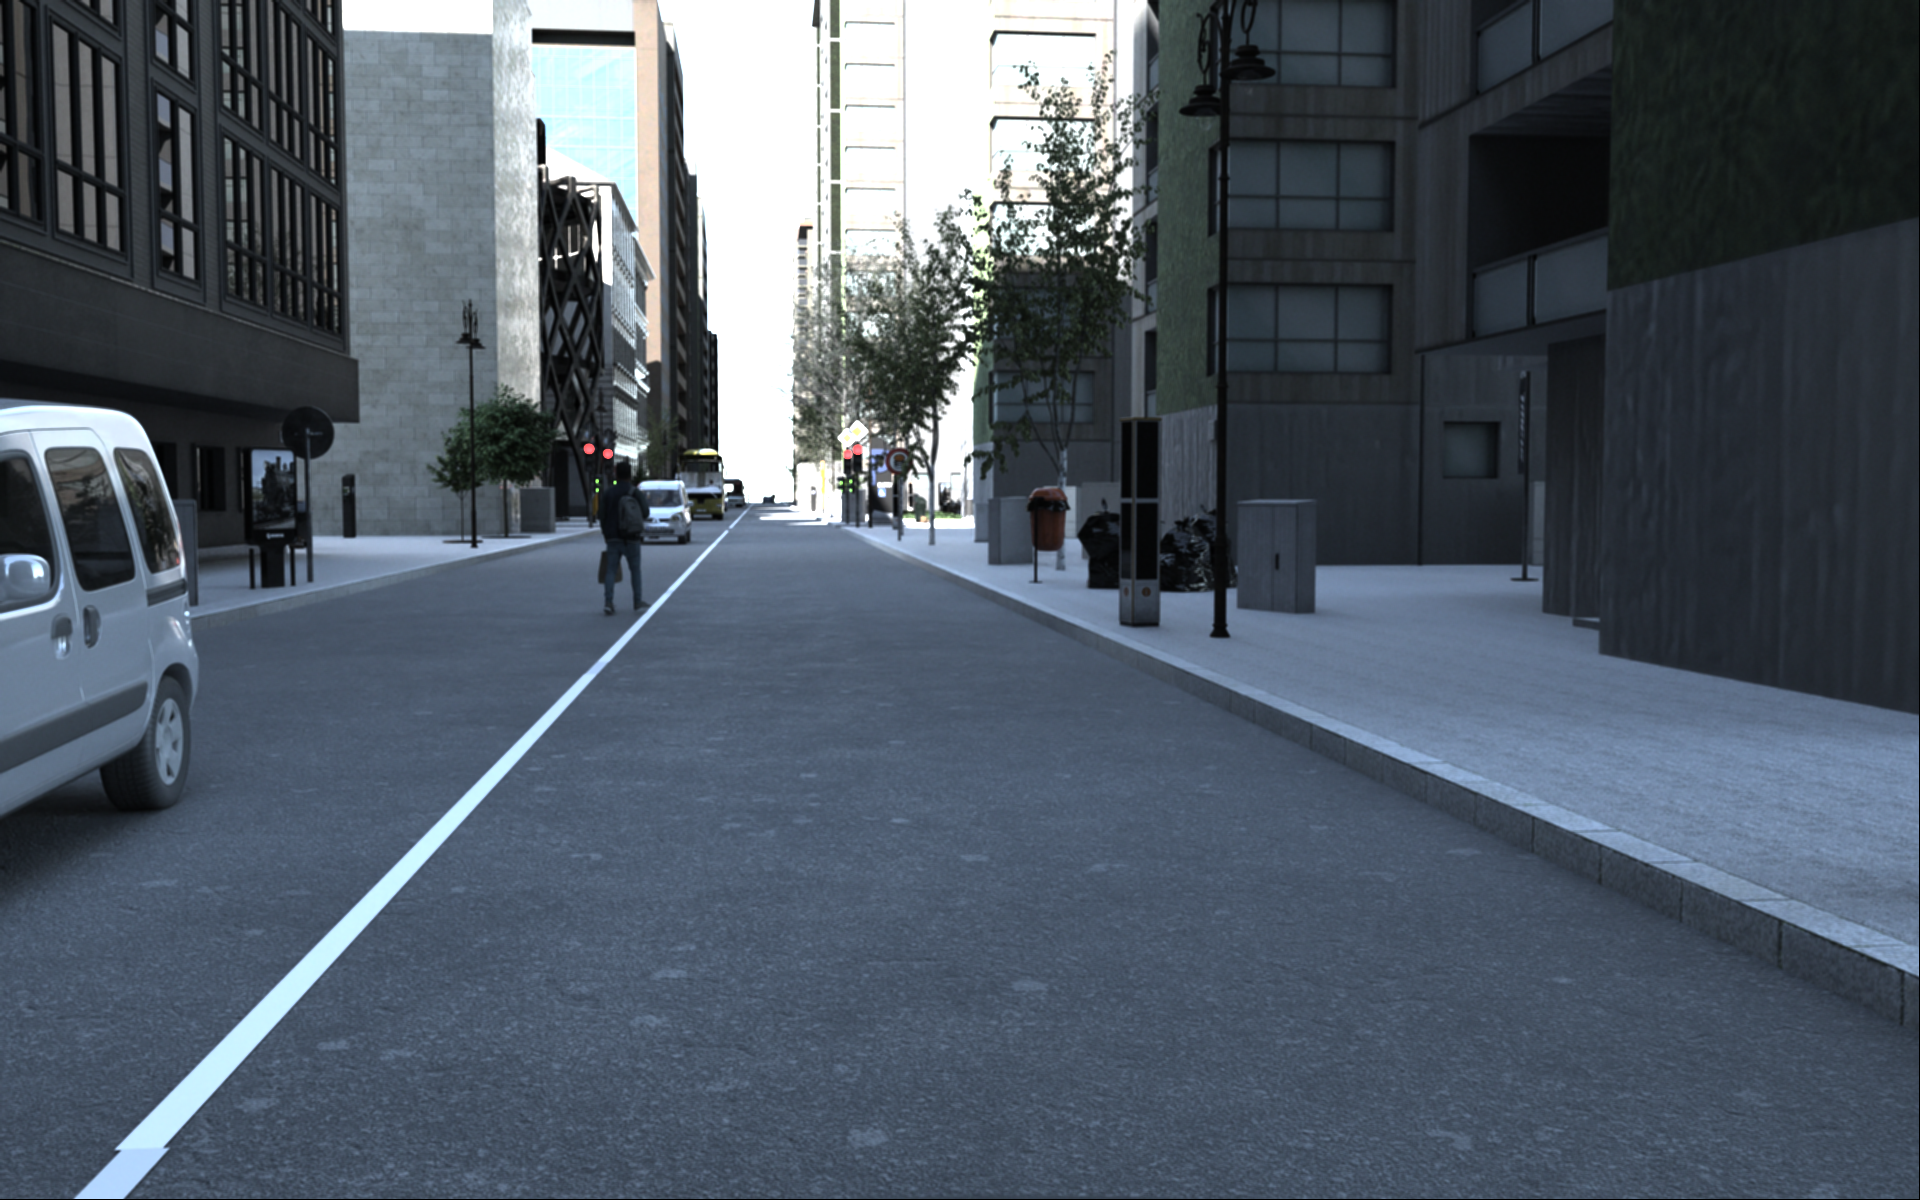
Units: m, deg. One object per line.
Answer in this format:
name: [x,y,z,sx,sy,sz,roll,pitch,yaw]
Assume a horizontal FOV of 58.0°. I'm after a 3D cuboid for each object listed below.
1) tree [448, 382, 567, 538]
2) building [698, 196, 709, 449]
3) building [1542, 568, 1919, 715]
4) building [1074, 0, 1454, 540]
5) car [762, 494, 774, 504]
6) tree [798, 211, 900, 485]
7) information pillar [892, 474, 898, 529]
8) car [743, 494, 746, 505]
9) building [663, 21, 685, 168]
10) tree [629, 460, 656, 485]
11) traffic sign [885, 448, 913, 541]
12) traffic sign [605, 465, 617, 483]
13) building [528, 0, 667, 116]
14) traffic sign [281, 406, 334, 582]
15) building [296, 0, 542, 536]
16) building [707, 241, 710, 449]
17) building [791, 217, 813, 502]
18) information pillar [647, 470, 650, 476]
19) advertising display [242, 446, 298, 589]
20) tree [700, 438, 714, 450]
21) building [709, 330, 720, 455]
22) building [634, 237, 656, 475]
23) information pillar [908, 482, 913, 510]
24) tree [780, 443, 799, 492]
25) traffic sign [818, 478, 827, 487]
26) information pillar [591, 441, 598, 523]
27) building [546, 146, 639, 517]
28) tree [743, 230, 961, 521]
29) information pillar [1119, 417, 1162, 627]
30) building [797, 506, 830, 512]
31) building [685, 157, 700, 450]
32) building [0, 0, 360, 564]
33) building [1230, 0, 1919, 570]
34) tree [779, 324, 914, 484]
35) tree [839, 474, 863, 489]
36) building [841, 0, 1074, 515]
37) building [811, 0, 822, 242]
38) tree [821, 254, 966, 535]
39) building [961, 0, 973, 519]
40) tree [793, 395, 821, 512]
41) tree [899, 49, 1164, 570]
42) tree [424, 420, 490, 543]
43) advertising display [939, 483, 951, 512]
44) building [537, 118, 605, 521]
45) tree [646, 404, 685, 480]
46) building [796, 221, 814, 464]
tree: [-13.282,-4.108,50.878,4.285,4.588,4.351,0,3,0]
building: [-49.667,-39.218,264.909,21.300,48.544,21.600,0,4,-6]
building: [11.905,-20.276,15.111,14.154,41.232,14.086,0,4,-6]
building: [7.204,-22.958,58.950,14.154,41.232,14.086,0,4,-6]
car: [-28.779,-15.164,259.940,2.014,1.417,4.499,0,4,-5]
tree: [-0.952,-5.702,43.589,4.737,8.622,4.395,0,3,0]
information pillar: [-2.284,-3.574,62.922,0.304,2.012,0.304,0,4,8]
car: [-28.360,-12.981,220.915,2.281,1.827,5.304,0,4,-6]
building: [-38.272,-33.464,170.834,21.300,48.544,21.600,0,4,-6]
tree: [-18.136,-6.358,98.548,1.663,3.219,1.824,0,3,0]
traffic sign: [-1.664,-2.903,47.564,0.768,2.556,0.104,0,4,-5]
traffic sign: [-15.380,-4.701,76.959,0.768,2.556,0.104,0,4,-1]
building: [-33.178,-30.790,153.529,14.600,45.320,14.200,0,4,-6]
traffic sign: [-9.486,-1.535,25.208,0.768,2.556,0.104,0,3,0]
building: [-23.191,-12.387,57.272,16.860,20.320,10.420,0,4,-6]
building: [-48.273,-38.735,283.425,14.600,45.320,14.200,0,4,-6]
building: [-17.992,-41.225,297.724,21.300,48.544,21.600,0,4,-6]
information pillar: [-26.093,-9.383,144.774,0.504,3.616,0.183,3,5,42]
advertising display: [-9.447,-1.134,23.760,0.123,1.923,0.974,1,4,16]
tree: [-33.802,-16.761,224.401,4.737,8.622,4.395,0,3,0]
building: [-48.749,-32.220,298.504,14.160,30.474,14.107,0,4,-6]
building: [-28.228,-17.604,123.975,11.583,22.565,21.152,0,4,-6]
information pillar: [-3.048,-6.268,106.980,0.304,2.012,0.304,0,4,-5]
tree: [-22.114,-17.358,234.172,4.737,8.622,4.395,0,3,0]
traffic sign: [-8.583,-6.468,107.888,0.606,2.300,0.079,0,4,-3]
information pillar: [-16.103,-5.191,76.221,0.183,3.616,0.504,-3,4,-38]
building: [-24.862,-15.613,104.428,9.793,20.994,18.267,0,4,-6]
tree: [-4.977,-10.435,80.977,12.009,13.543,11.850,0,3,0]
information pillar: [1.747,-0.753,16.808,0.304,2.012,0.304,-1,4,-21]
building: [-2.774,-42.842,138.712,20.563,71.187,20.611,0,4,-6]
building: [-38.004,-31.812,203.717,14.154,41.232,14.086,0,4,-6]
building: [-18.568,-14.122,24.405,14.314,27.812,24.014,0,4,-6]
building: [10.831,-21.626,37.175,14.154,41.232,14.086,0,4,-6]
tree: [-6.094,-9.665,92.430,7.601,10.594,8.767,-2,4,-25]
tree: [-6.725,-6.780,105.456,1.663,3.219,1.824,0,3,0]
building: [-0.887,-26.348,114.377,14.154,41.232,14.086,0,4,-6]
building: [0.341,-35.472,169.213,28.713,52.752,27.495,0,4,-6]
tree: [-1.820,-6.327,53.810,4.360,8.622,3.978,0,3,0]
building: [15.046,-33.223,85.196,28.212,58.520,21.231,0,4,-6]
tree: [-10.242,-10.774,126.518,4.360,8.622,3.978,0,3,0]
tree: [1.610,-4.820,29.176,4.737,8.622,4.395,0,3,0]
tree: [-13.271,-3.122,45.651,1.663,3.219,1.824,0,3,0]
advertising display: [-0.882,-5.772,99.583,0.123,1.923,0.974,3,4,37]
building: [-25.403,-13.073,81.195,16.820,18.784,16.811,0,4,-6]
tree: [-24.078,-11.508,138.519,4.737,8.622,4.395,0,3,0]
building: [-14.486,-37.791,272.500,22.147,44.769,28.867,0,4,-6]
